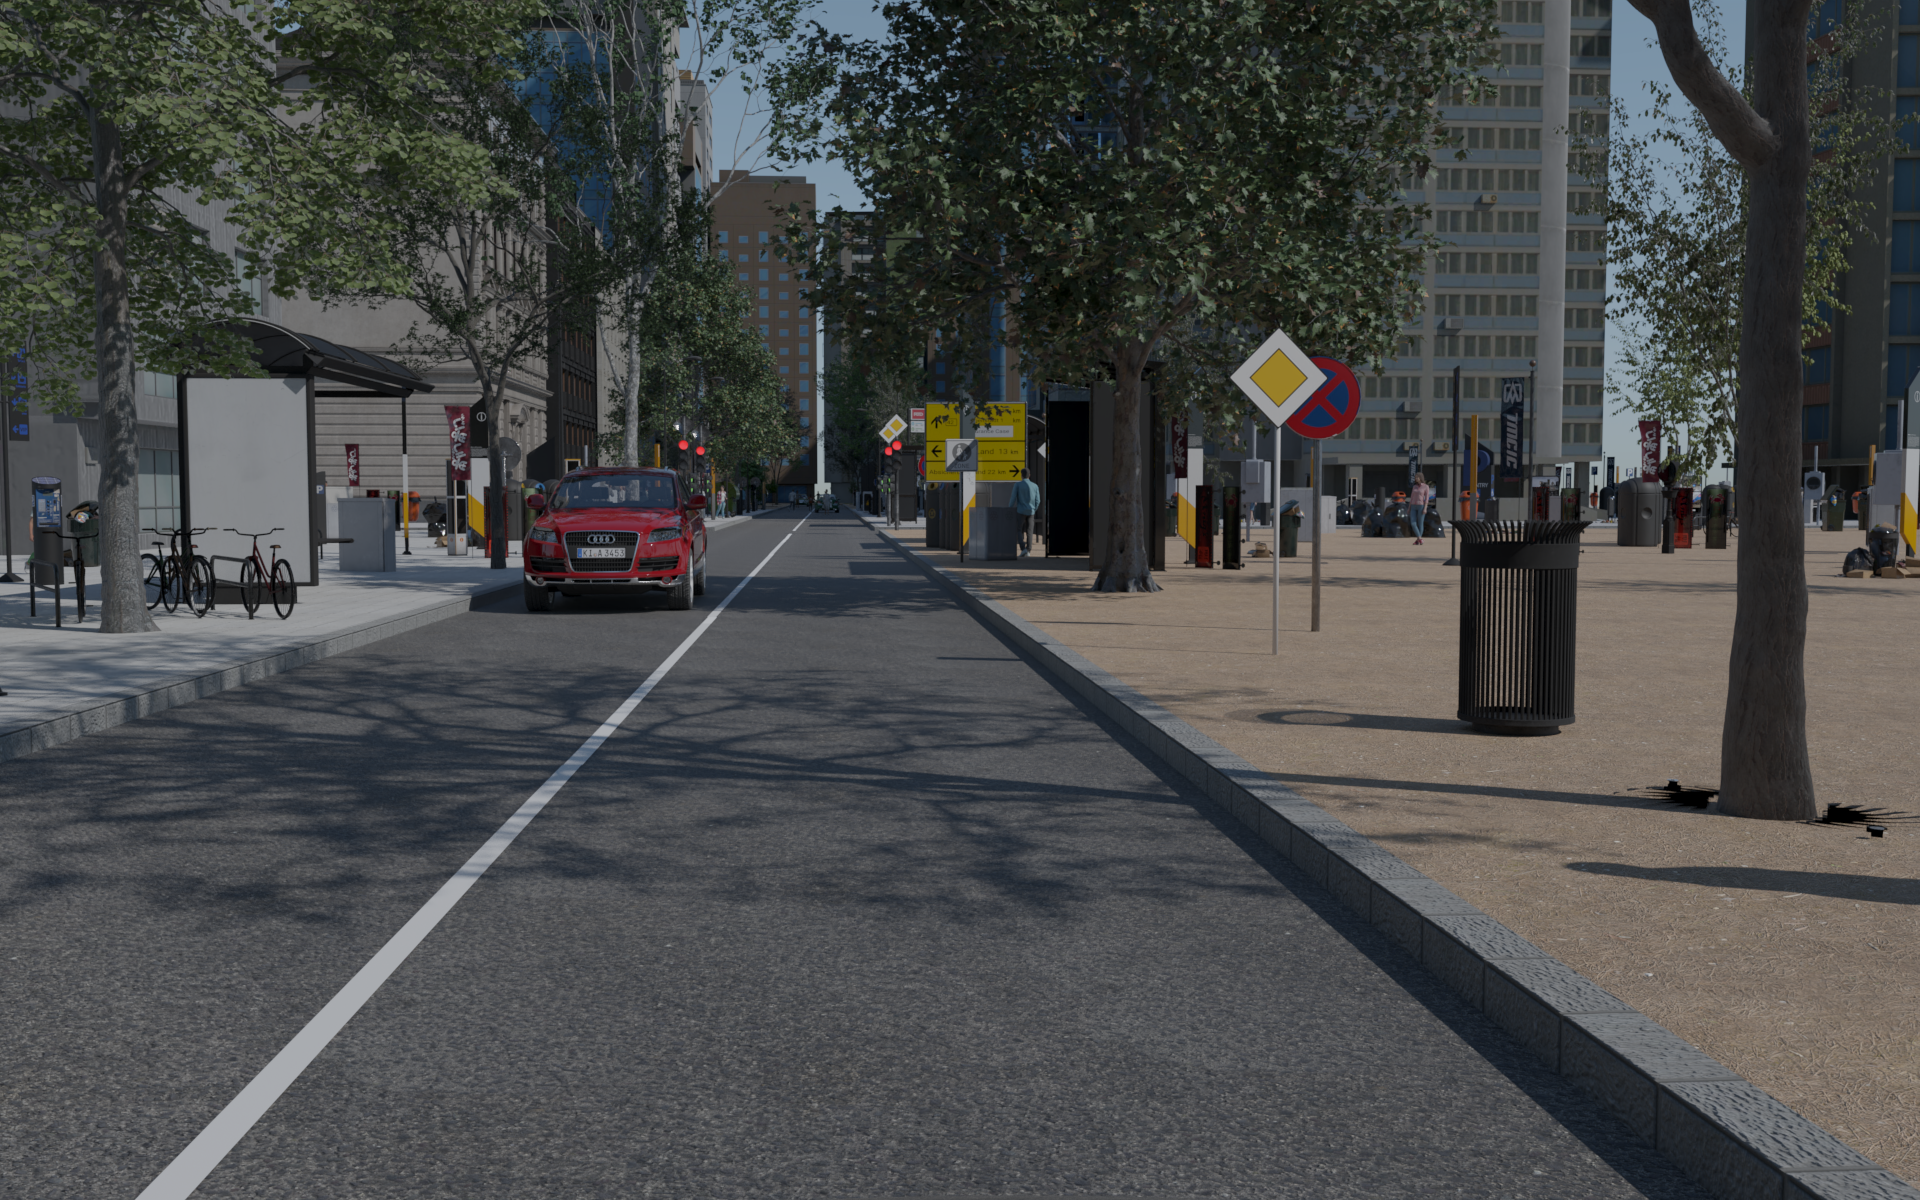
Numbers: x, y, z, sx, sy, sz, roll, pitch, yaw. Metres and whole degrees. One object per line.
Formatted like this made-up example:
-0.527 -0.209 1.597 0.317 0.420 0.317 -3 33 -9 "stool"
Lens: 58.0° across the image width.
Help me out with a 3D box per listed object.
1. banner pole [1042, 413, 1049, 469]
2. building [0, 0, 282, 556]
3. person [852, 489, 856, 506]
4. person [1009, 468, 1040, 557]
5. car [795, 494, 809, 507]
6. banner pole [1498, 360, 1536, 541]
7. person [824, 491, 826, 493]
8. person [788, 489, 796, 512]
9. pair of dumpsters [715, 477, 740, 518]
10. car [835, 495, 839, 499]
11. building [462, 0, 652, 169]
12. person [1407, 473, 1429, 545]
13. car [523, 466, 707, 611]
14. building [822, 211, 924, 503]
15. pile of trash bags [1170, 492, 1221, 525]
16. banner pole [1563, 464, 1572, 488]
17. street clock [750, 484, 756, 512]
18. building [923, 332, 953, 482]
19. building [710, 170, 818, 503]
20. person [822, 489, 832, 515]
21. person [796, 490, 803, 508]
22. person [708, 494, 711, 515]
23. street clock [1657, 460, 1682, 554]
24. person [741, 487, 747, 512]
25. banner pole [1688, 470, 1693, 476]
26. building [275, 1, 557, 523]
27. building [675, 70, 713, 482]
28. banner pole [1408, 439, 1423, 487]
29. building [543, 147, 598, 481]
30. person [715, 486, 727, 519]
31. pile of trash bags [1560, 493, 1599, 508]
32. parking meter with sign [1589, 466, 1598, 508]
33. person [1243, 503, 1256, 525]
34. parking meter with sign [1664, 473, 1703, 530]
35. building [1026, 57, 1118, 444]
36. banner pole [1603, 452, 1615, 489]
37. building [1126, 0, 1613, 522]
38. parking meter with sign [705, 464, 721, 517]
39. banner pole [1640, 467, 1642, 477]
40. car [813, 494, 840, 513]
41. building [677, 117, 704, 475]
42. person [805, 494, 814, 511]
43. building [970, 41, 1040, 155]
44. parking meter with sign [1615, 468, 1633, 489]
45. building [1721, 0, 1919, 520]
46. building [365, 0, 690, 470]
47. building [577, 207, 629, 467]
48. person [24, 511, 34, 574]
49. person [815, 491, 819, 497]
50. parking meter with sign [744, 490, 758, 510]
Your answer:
2.792 -3.912 53.971 0.863 3.779 0.401 -3 4 -36 "banner pole"
-24.946 -21.887 41.453 14.086 41.232 14.154 0 4 -4 "building"
-11.208 -11.007 186.021 0.705 1.822 1.348 -3 5 -39 "person"
1.333 -1.809 35.640 0.660 1.820 0.620 -1 4 -22 "person"
-17.977 -11.243 195.612 2.131 1.459 4.920 0 4 -5 "car"
10.529 -2.604 32.600 0.401 3.779 0.863 -3 5 -44 "banner pole"
-14.842 -11.213 192.358 0.721 1.766 1.217 0 4 4 "person"
-13.665 -8.120 141.112 0.661 1.843 0.795 1 4 23 "person"
-13.080 -5.723 96.066 1.574 2.255 4.437 0 4 -4 "pair of dumpsters"
-13.864 -10.515 184.287 2.083 1.381 4.827 0 4 -4 "car"
-33.961 -30.480 148.462 14.600 45.320 14.200 0 4 -4 "building"
11.522 -2.297 43.614 0.555 1.821 0.388 3 4 36 "person"
-4.466 -0.872 22.935 2.281 1.827 5.304 0 4 -5 "car"
-12.260 -34.235 243.339 14.086 41.232 14.154 0 4 -4 "building"
9.500 -3.817 72.165 1.912 1.369 3.447 -1 4 -13 "pile of trash bags"
50.390 -9.414 143.934 0.863 3.779 0.401 0 4 7 "banner pole"
-15.158 -7.492 127.062 0.358 2.002 0.471 -3 5 -40 "street clock"
2.173 -36.332 244.133 14.200 45.320 14.600 0 4 -4 "building"
-27.153 -36.216 242.239 14.200 45.320 14.600 0 4 -4 "building"
-9.213 -6.803 120.076 0.694 1.780 0.624 0 4 1 "person"
-17.203 -10.694 183.351 1.348 1.824 0.705 -3 4 -36 "person"
-15.527 -5.949 107.563 0.306 1.304 0.590 0 4 0 "person"
15.239 -1.997 37.221 0.358 2.002 0.471 -2 4 -32 "street clock"
-15.845 -7.373 126.615 0.620 1.820 0.660 1 4 18 "person"
52.716 -8.261 125.091 0.863 3.779 0.401 -3 5 -40 "banner pole"
-26.755 -15.676 85.179 11.050 23.489 19.941 0 4 -4 "building"
-48.886 -42.879 243.066 28.212 58.520 21.231 0 4 -4 "building"
20.773 -5.433 78.841 0.863 3.779 0.401 3 5 44 "banner pole"
-28.879 -16.713 102.927 12.332 23.373 15.834 0 4 -4 "building"
-12.297 -5.037 89.242 0.563 1.720 0.643 -3 5 -40 "person"
42.253 -6.709 119.444 3.447 1.369 1.912 2 4 28 "pile of trash bags"
39.070 -6.876 108.680 1.738 3.016 0.543 -1 4 -15 "parking meter with sign"
12.110 -4.025 71.882 0.654 1.822 0.581 -3 4 -38 "person"
25.768 -4.040 62.320 1.738 3.016 0.543 1 4 13 "parking meter with sign"
24.902 -57.218 248.183 31.000 86.520 22.319 0 4 -4 "building"
38.173 -6.854 102.084 0.863 3.779 0.401 3 5 42 "banner pole"
21.796 -24.696 95.655 23.993 40.220 32.217 0 4 -4 "building"
-16.045 -7.002 110.747 1.738 3.016 0.543 0 4 2 "parking meter with sign"
56.175 -9.343 142.782 0.401 3.779 0.863 3 5 42 "banner pole"
-10.221 -7.410 132.949 2.131 1.459 4.920 0 4 -6 "car"
-37.491 -33.730 201.596 14.200 45.320 14.600 0 4 -4 "building"
-12.770 -8.346 148.216 1.065 1.426 0.557 -2 4 -26 "person"
7.431 -30.923 155.702 14.600 45.320 14.200 0 4 -4 "building"
45.148 -7.476 118.495 0.543 3.016 1.738 -2 4 -24 "parking meter with sign"
56.613 -26.734 91.726 28.867 44.769 22.147 0 4 -4 "building"
-41.558 -35.453 168.887 28.713 52.752 27.495 0 4 -4 "building"
-28.845 -16.188 119.431 10.420 20.320 16.860 0 4 -4 "building"
-14.641 -1.057 27.575 0.590 1.304 0.306 1 4 18 "person"
-18.044 -12.936 220.142 1.348 1.807 0.705 2 4 34 "person"
-16.809 -8.564 136.276 1.738 3.016 0.543 -1 4 -8 "parking meter with sign"
